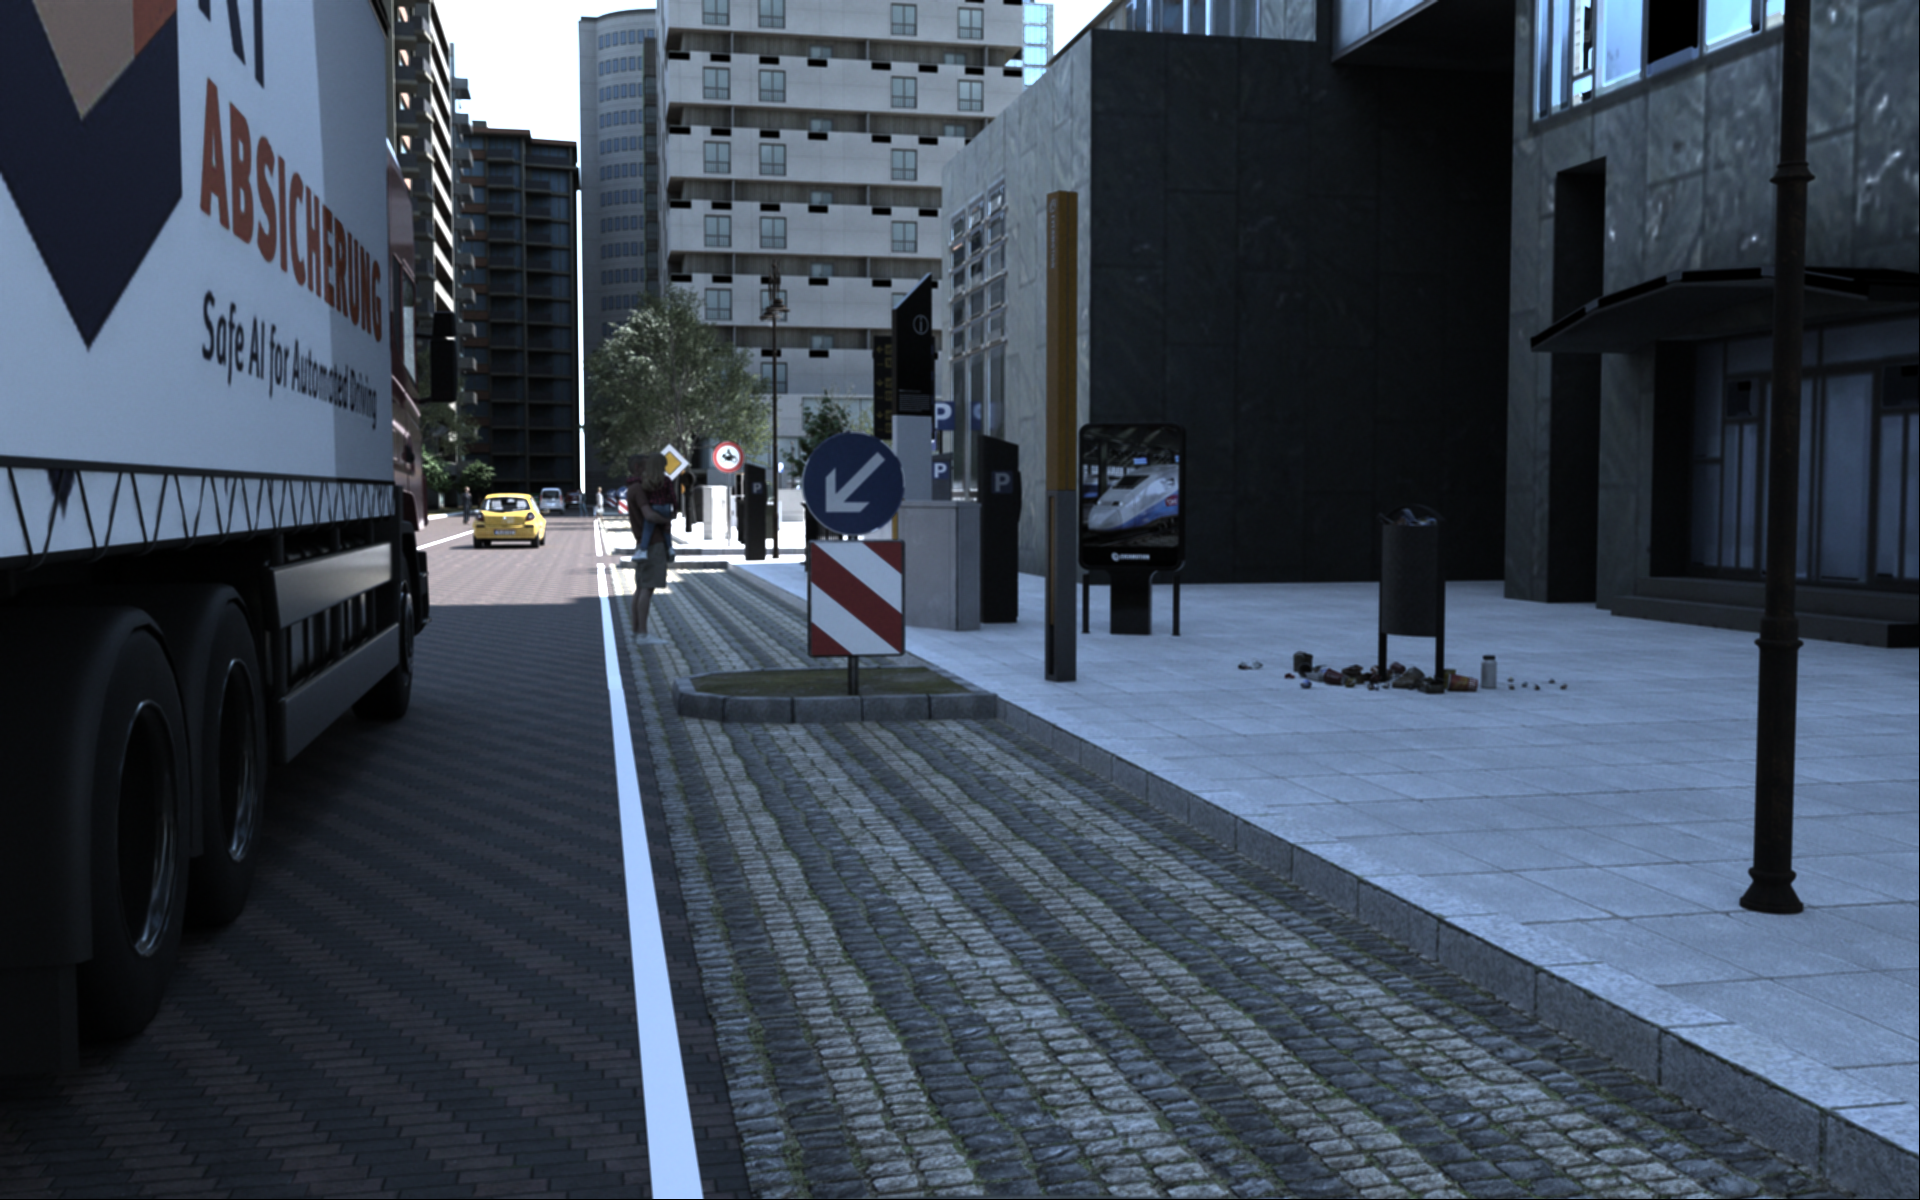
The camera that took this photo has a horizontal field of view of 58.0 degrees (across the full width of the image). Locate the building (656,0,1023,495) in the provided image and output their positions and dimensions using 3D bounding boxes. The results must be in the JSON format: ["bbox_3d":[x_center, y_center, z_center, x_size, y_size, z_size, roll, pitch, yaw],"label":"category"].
[{"bbox_3d":[-10.501,-33.737,140.844,28.713,52.752,27.495,-1,4,-12],"label":"building"}]

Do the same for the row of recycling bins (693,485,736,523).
[{"bbox_3d":[-10.559,-4.389,78.871,3.534,1.692,1.069,-2,4,-35],"label":"row of recycling bins"}]

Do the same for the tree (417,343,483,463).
[{"bbox_3d":[-32.178,-10.352,103.669,7.601,10.594,8.767,-1,4,-23],"label":"tree"}]

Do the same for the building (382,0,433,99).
[{"bbox_3d":[-49.722,-28.712,124.070,22.147,44.769,28.867,-1,4,-12],"label":"building"}]

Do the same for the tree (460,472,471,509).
[{"bbox_3d":[-43.795,-9.666,152.636,1.663,3.219,1.824,0,3,0],"label":"tree"}]

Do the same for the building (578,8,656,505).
[{"bbox_3d":[-31.470,-40.839,209.723,28.212,58.520,21.231,-1,4,-12],"label":"building"}]

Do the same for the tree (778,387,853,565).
[{"bbox_3d":[-2.529,-2.254,31.450,1.663,3.219,1.824,0,3,0],"label":"tree"}]

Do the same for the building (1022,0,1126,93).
[{"bbox_3d":[23.743,-36.528,186.476,27.495,52.752,28.713,-1,4,-12],"label":"building"}]

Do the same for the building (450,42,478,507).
[{"bbox_3d":[-64.252,-33.780,171.918,30.456,49.044,23.786,-1,4,-12],"label":"building"}]

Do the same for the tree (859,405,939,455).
[{"bbox_3d":[-3.007,-9.268,101.889,4.360,8.622,3.978,0,3,0],"label":"tree"}]

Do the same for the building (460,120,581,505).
[{"bbox_3d":[-59.550,-33.662,204.993,28.867,44.769,22.147,-1,4,-12],"label":"building"}]

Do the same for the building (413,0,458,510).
[{"bbox_3d":[-55.403,-32.112,148.738,21.300,48.544,21.600,-1,4,-12],"label":"building"}]

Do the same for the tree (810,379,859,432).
[{"bbox_3d":[-7.796,-9.875,111.823,4.360,8.622,3.978,0,3,0],"label":"tree"}]

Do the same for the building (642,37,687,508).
[{"bbox_3d":[-22.137,-29.160,160.357,14.154,41.232,14.086,-1,4,-12],"label":"building"}]

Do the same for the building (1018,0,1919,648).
[{"bbox_3d":[13.768,-43.211,19.171,22.319,86.520,31.000,-1,4,-12],"label":"building"}]

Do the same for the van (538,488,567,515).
[{"bbox_3d":[-28.535,-6.982,121.161,2.013,2.044,4.112,-1,4,-11],"label":"van"}]

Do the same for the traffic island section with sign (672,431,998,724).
[{"bbox_3d":[-0.931,-0.189,11.719,1.989,1.847,2.006,-1,4,-12],"label":"traffic island section with sign"}]

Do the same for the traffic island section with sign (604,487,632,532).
[{"bbox_3d":[-12.453,-3.516,66.107,1.989,1.847,2.006,-1,4,-12],"label":"traffic island section with sign"}]

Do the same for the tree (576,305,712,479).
[{"bbox_3d":[-20.641,-12.663,113.690,9.857,13.997,8.962,0,3,0],"label":"tree"}]

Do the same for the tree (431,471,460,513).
[{"bbox_3d":[-35.886,-7.667,119.962,1.663,3.219,1.824,0,3,0],"label":"tree"}]

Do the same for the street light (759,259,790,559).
[{"bbox_3d":[-3.653,-3.755,34.175,0.468,5.910,1.993,-1,4,-12],"label":"street light"}]

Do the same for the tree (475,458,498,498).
[{"bbox_3d":[-43.716,-10.629,157.494,4.285,4.588,4.351,0,3,0],"label":"tree"}]

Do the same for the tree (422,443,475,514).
[{"bbox_3d":[-34.494,-7.805,111.321,4.285,4.588,4.351,0,3,0],"label":"tree"}]

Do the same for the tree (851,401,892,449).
[{"bbox_3d":[-4.546,-9.595,107.233,4.737,8.622,4.395,0,3,0],"label":"tree"}]

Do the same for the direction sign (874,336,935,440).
[{"bbox_3d":[-0.799,-2.014,24.921,0.876,3.537,0.379,0,4,-5],"label":"direction sign"}]

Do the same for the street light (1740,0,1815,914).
[{"bbox_3d":[2.517,-1.982,5.194,0.468,5.910,1.993,-1,4,-12],"label":"street light"}]

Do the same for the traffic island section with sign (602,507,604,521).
[{"bbox_3d":[-18.061,-5.128,92.475,1.989,1.847,2.006,-1,4,-12],"label":"traffic island section with sign"}]

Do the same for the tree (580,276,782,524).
[{"bbox_3d":[-11.567,-8.530,73.883,8.767,10.594,7.601,-2,4,-35],"label":"tree"}]

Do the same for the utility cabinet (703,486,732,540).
[{"bbox_3d":[-6.745,-2.419,48.227,0.318,1.500,1.173,1,4,19],"label":"utility cabinet"}]

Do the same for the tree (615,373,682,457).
[{"bbox_3d":[-17.983,-9.296,102.359,4.360,8.622,3.978,0,3,0],"label":"tree"}]

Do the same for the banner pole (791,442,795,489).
[{"bbox_3d":[-7.952,-5.659,82.549,0.401,3.779,0.863,-1,4,-15],"label":"banner pole"}]

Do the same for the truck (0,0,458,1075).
[{"bbox_3d":[-3.990,-1.139,7.535,2.839,4.237,11.283,-1,4,-12],"label":"truck"}]

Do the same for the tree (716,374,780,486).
[{"bbox_3d":[-12.352,-9.088,98.953,4.737,8.622,4.395,0,3,0],"label":"tree"}]
